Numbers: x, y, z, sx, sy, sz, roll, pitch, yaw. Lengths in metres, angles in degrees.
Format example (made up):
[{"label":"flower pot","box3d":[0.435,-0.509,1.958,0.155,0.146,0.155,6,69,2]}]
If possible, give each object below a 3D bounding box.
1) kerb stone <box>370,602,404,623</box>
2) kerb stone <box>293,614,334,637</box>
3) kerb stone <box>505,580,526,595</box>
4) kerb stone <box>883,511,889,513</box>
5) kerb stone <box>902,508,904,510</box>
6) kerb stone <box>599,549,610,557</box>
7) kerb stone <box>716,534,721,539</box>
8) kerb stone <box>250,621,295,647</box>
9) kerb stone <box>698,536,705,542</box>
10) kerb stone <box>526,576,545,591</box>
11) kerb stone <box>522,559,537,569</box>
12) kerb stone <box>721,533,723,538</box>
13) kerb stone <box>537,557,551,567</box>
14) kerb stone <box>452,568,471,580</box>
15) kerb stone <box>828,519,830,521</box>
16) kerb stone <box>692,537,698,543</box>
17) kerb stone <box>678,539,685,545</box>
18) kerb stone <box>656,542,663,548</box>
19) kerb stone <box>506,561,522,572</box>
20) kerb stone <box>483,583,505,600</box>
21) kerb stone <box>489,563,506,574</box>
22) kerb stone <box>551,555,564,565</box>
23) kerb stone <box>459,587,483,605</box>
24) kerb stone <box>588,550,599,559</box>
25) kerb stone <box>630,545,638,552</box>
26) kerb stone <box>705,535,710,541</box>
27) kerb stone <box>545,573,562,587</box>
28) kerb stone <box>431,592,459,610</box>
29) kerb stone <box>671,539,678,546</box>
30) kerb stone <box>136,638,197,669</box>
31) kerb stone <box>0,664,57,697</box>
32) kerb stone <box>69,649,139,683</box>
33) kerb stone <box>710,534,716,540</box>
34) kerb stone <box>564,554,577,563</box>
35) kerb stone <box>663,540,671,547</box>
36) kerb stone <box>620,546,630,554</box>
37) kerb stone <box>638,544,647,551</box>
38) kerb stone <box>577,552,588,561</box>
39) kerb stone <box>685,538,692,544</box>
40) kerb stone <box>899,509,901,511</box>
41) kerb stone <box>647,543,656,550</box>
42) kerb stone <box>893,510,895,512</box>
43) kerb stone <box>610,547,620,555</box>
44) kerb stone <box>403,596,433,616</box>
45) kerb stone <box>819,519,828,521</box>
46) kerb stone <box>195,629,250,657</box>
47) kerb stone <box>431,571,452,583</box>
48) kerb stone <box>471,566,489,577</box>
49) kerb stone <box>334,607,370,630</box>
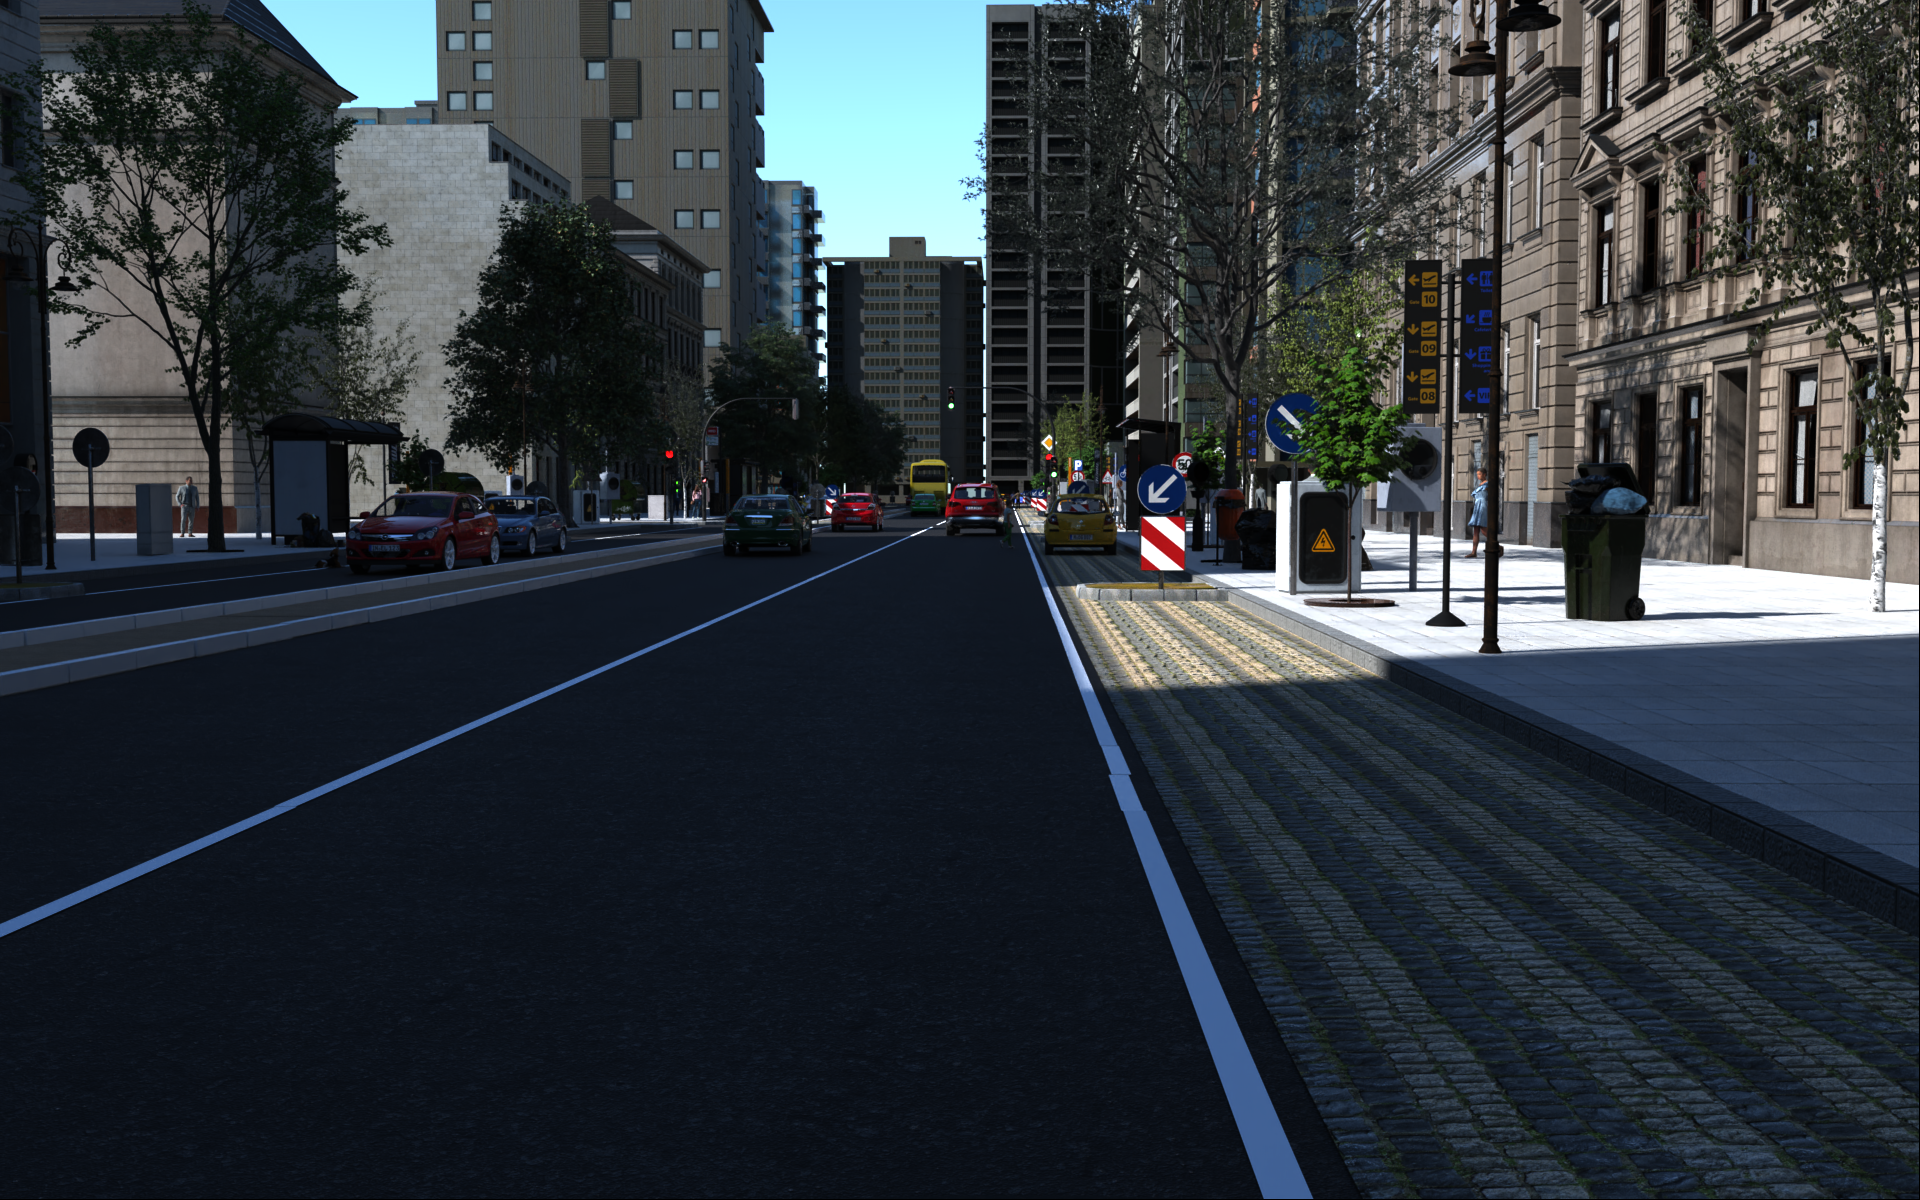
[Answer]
[{"label":"kerb stone","box3d":[-6.619,0.147,19.789,0.120,0.150,1.000,0,4,2]},{"label":"kerb stone","box3d":[-6.695,0.273,17.738,0.120,0.150,1.000,0,4,2]},{"label":"kerb stone","box3d":[-6.483,-0.165,24.912,0.120,0.150,1.000,0,4,2]},{"label":"kerb stone","box3d":[-5.626,-6.660,131.079,0.120,0.150,1.000,0,4,2]},{"label":"kerb stone","box3d":[-5.148,-7.726,148.514,0.120,0.150,1.000,0,4,2]},{"label":"kerb stone","box3d":[-8.171,-1.048,39.323,0.120,0.150,1.000,0,4,2]},{"label":"kerb stone","box3d":[-7.759,-1.989,54.708,0.120,0.150,1.000,0,4,2]},{"label":"kerb stone","box3d":[-6.709,0.341,16.716,0.120,0.150,1.000,0,4,2]},{"label":"kerb stone","box3d":[-7.837,-1.800,51.618,0.120,0.150,1.000,0,4,2]},{"label":"kerb stone","box3d":[-6.452,-0.229,25.940,0.120,0.150,1.000,0,4,2]},{"label":"kerb stone","box3d":[-8.357,-0.672,33.176,0.120,0.150,1.000,0,4,2]},{"label":"kerb stone","box3d":[-7.727,-2.051,55.730,0.120,0.150,1.000,0,4,2]},{"label":"kerb stone","box3d":[-8.327,-0.735,34.205,0.120,0.150,1.000,0,4,2]},{"label":"kerb stone","box3d":[-8.469,-0.421,29.086,0.120,0.150,1.000,0,4,2]},{"label":"kerb stone","box3d":[-6.828,-4.023,88.038,0.120,0.150,1.000,0,4,2]},{"label":"kerb stone","box3d":[-7.868,-1.731,50.584,0.120,0.150,1.000,0,4,2]},{"label":"kerb stone","box3d":[-7.929,-1.611,48.541,0.120,0.150,1.000,0,4,2]},{"label":"kerb stone","box3d":[-8.014,-1.424,45.472,0.120,0.150,1.000,0,4,2]},{"label":"kerb stone","box3d":[-8.382,-0.609,32.155,0.120,0.150,1.000,0,4,2]},{"label":"kerb stone","box3d":[-6.513,-0.102,23.890,0.120,0.150,1.000,0,4,2]},{"label":"kerb stone","box3d":[-8.411,-0.545,31.133,0.120,0.150,1.000,0,4,2]},{"label":"kerb stone","box3d":[-8.297,-0.797,35.226,0.120,0.150,1.000,0,4,2]},{"label":"kerb stone","box3d":[-6.539,-0.041,22.859,0.120,0.150,1.000,0,4,2]},{"label":"kerb stone","box3d":[-8.215,-0.985,38.301,0.120,0.150,1.000,0,4,2]},{"label":"kerb stone","box3d":[-8.105,-1.235,42.390,0.120,0.150,1.000,0,4,2]},{"label":"kerb stone","box3d":[-7.811,-1.862,52.640,0.120,0.150,1.000,0,4,2]},{"label":"kerb stone","box3d":[-6.425,-0.292,26.967,0.120,0.150,1.000,0,4,2]},{"label":"kerb stone","box3d":[-6.566,0.022,21.835,0.120,0.150,1.000,0,4,2]},{"label":"kerb stone","box3d":[-7.956,-1.549,47.518,0.120,0.150,1.000,0,4,2]},{"label":"kerb stone","box3d":[-6.778,0.460,14.669,0.120,0.150,1.000,0,4,2]},{"label":"kerb stone","box3d":[-6.826,0.586,12.620,0.120,0.150,1.000,0,4,2]},{"label":"kerb stone","box3d":[-6.799,0.523,13.643,0.120,0.150,1.000,0,4,2]},{"label":"kerb stone","box3d":[-7.781,-1.926,53.678,0.120,0.150,1.000,0,4,2]},{"label":"kerb stone","box3d":[-8.257,-0.858,36.258,0.120,0.150,1.000,0,4,2]},{"label":"kerb stone","box3d":[-7.983,-1.486,46.493,0.120,0.150,1.000,0,4,2]},{"label":"kerb stone","box3d":[-8.123,-1.173,41.366,0.120,0.150,1.000,0,4,2]},{"label":"kerb stone","box3d":[-8.072,-1.296,43.418,0.120,0.150,1.000,0,4,2]},{"label":"kerb stone","box3d":[-8.242,-0.919,37.280,0.120,0.150,1.000,0,4,2]},{"label":"kerb stone","box3d":[-7.901,-1.671,49.563,0.120,0.150,1.000,0,4,2]},{"label":"kerb stone","box3d":[-5.255,-7.475,144.418,0.120,0.150,1.000,0,4,2]},{"label":"kerb stone","box3d":[-8.038,-1.361,44.443,0.120,0.150,1.000,0,4,2]},{"label":"kerb stone","box3d":[-5.459,-7.035,137.225,0.120,0.150,1.000,0,4,2]},{"label":"kerb stone","box3d":[-8.152,-1.110,40.344,0.120,0.150,1.000,0,4,2]},{"label":"kerb stone","box3d":[-6.594,0.087,20.811,0.120,0.150,1.000,0,4,2]},{"label":"kerb stone","box3d":[-6.859,-3.963,87.011,0.120,0.150,1.000,0,4,2]},{"label":"kerb stone","box3d":[-6.740,0.398,15.695,0.120,0.150,1.000,0,4,2]},{"label":"kerb stone","box3d":[-8.492,-0.359,28.064,0.120,0.150,1.000,0,4,2]},{"label":"kerb stone","box3d":[-8.440,-0.484,30.112,0.120,0.150,1.000,0,4,2]},{"label":"kerb stone","box3d":[-6.662,0.210,18.767,0.120,0.150,1.000,0,4,2]}]
